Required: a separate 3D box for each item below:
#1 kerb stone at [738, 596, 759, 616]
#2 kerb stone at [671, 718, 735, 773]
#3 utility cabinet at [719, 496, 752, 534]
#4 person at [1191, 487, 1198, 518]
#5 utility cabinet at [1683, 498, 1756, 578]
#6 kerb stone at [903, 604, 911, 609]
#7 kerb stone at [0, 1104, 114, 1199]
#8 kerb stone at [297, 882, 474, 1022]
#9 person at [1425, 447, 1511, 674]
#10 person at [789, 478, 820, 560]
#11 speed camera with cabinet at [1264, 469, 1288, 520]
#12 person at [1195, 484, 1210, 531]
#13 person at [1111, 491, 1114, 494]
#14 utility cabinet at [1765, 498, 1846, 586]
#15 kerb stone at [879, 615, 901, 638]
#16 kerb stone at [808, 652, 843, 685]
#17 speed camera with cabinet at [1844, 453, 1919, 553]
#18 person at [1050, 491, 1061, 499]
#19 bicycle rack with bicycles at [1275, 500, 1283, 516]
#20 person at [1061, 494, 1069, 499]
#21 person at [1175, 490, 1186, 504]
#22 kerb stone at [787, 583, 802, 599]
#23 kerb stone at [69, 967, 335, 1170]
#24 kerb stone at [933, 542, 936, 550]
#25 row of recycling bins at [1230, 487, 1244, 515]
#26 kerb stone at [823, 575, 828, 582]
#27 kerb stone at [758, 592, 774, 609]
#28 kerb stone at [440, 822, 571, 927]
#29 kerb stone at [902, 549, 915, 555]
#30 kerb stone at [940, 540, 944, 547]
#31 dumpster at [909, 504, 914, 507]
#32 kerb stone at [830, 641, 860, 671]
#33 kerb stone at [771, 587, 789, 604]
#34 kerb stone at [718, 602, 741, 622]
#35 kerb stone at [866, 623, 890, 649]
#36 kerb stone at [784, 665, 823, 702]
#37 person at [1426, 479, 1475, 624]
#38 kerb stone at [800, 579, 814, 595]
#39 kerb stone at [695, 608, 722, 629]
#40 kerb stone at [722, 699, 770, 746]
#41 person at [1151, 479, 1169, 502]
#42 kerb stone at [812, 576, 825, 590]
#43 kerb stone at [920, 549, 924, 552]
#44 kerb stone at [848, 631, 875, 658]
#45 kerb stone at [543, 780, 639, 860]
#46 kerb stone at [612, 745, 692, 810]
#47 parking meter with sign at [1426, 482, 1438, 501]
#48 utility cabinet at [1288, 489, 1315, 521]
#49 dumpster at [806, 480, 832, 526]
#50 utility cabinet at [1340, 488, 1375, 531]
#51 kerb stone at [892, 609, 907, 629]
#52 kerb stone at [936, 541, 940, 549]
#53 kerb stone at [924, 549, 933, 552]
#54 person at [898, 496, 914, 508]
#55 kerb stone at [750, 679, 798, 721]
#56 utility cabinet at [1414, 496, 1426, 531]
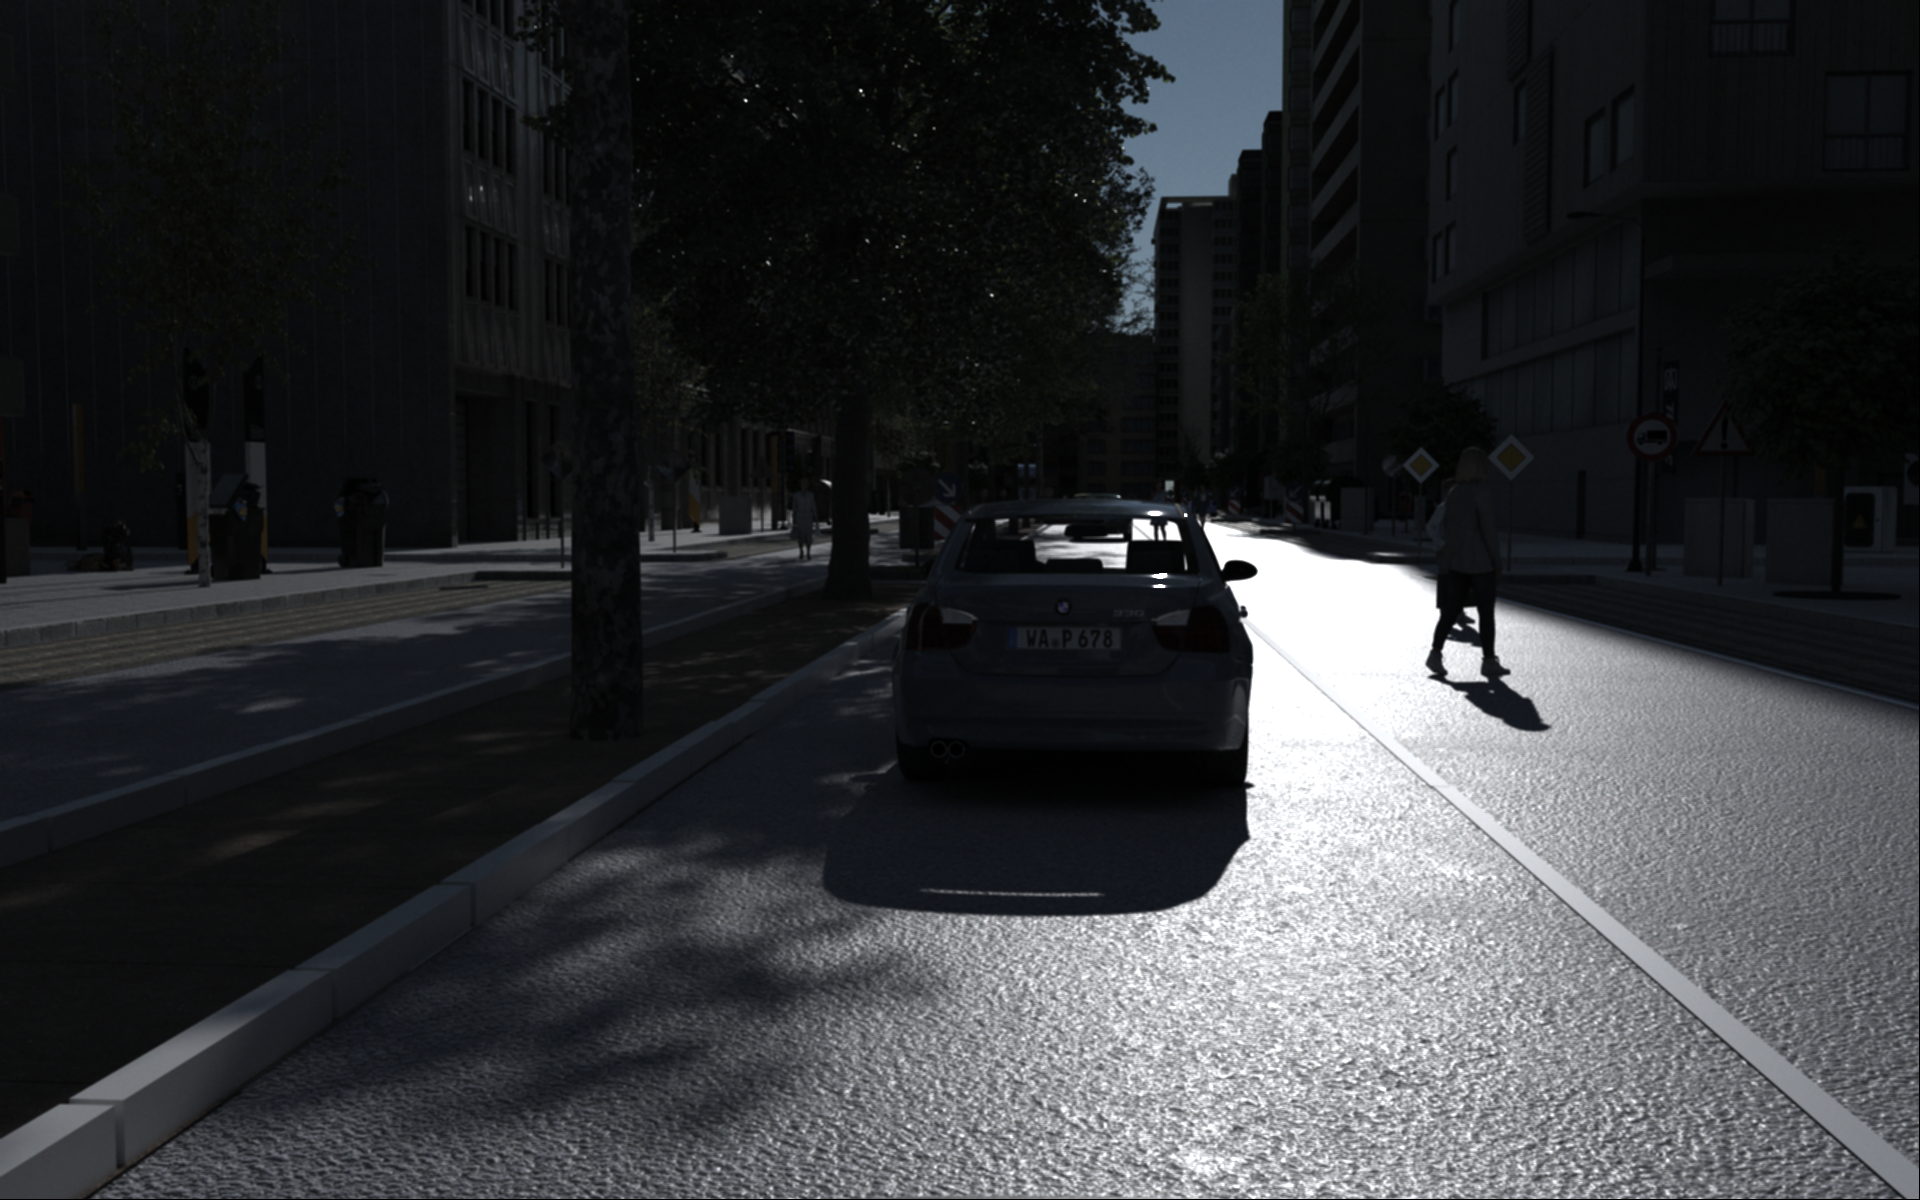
[{"bbox_3d":[-2.586,0.093,20.681,0.120,0.150,1.000,0,4,5],"label":"kerb stone"},{"bbox_3d":[-1.385,0.789,9.293,0.120,0.150,1.000,0,4,5],"label":"kerb stone"},{"bbox_3d":[-7.177,-2.704,55.376,1.020,1.237,0.306,1,4,12],"label":"utility cabinet"},{"bbox_3d":[13.268,-5.442,97.435,0.622,1.834,0.822,1,4,19],"label":"person"},{"bbox_3d":[11.757,-0.958,26.828,0.306,1.237,1.020,-2,4,-33],"label":"utility cabinet"},{"bbox_3d":[-0.577,0.167,19.496,0.120,0.150,1.000,0,4,5],"label":"kerb stone"},{"bbox_3d":[-1.872,1.165,3.144,0.120,0.150,1.000,0,4,5],"label":"kerb stone"},{"bbox_3d":[-1.707,1.043,5.198,0.120,0.150,1.000,0,4,5],"label":"kerb stone"},{"bbox_3d":[4.002,-0.312,13.790,0.728,1.800,0.709,-1,4,-22],"label":"person"},{"bbox_3d":[-3.358,-1.768,37.754,0.694,1.780,0.624,0,4,6],"label":"person"},{"bbox_3d":[16.345,-5.674,87.104,2.038,3.252,0.660,-1,4,-15],"label":"speed camera with cabinet"},{"bbox_3d":[9.499,-3.614,67.606,0.581,1.822,0.654,2,4,25],"label":"person"},{"bbox_3d":[16.075,-10.669,183.760,0.721,1.723,1.217,-1,4,-22],"label":"person"},{"bbox_3d":[12.013,-0.823,24.620,0.306,1.237,1.020,-2,4,-32],"label":"utility cabinet"},{"bbox_3d":[-0.737,0.290,17.452,0.120,0.150,1.000,0,4,5],"label":"kerb stone"},{"bbox_3d":[-1.058,0.540,13.370,0.120,0.150,1.000,0,4,5],"label":"kerb stone"},{"bbox_3d":[20.156,-2.634,37.399,0.660,3.252,2.038,-2,4,-35],"label":"speed camera with cabinet"},{"bbox_3d":[10.269,-10.901,186.825,1.348,1.812,0.705,0,4,0],"label":"person"},{"bbox_3d":[19.476,-5.534,103.855,2.852,0.926,2.925,0,4,1],"label":"bicycle rack with bicycles"},{"bbox_3d":[8.957,-8.344,148.108,0.799,1.438,0.628,-2,4,-33],"label":"person"},{"bbox_3d":[18.430,-8.267,144.382,1.217,1.735,0.721,-2,4,-27],"label":"person"},{"bbox_3d":[-2.347,-0.095,23.746,0.120,0.150,1.000,0,4,5],"label":"kerb stone"},{"bbox_3d":[-1.790,1.102,4.171,0.120,0.150,1.000,0,4,5],"label":"kerb stone"},{"bbox_3d":[-0.765,-1.318,43.771,0.120,0.150,1.000,0,4,5],"label":"kerb stone"},{"bbox_3d":[17.421,-6.171,108.003,1.069,1.692,3.534,0,4,0],"label":"row of recycling bins"},{"bbox_3d":[-2.109,-0.279,26.808,0.120,0.150,1.000,0,4,5],"label":"kerb stone"},{"bbox_3d":[-2.513,0.032,21.700,0.120,0.150,1.000,0,4,5],"label":"kerb stone"},{"bbox_3d":[-1.621,0.976,6.230,0.120,0.150,1.000,0,4,5],"label":"kerb stone"},{"bbox_3d":[-1.169,-1.006,38.641,0.120,0.150,1.000,0,4,5],"label":"kerb stone"},{"bbox_3d":[-0.604,-1.444,45.812,0.120,0.150,1.000,0,4,5],"label":"kerb stone"},{"bbox_3d":[-2.868,-6.383,106.862,1.502,2.255,1.985,0,4,4],"label":"dumpster"},{"bbox_3d":[-0.976,0.477,14.393,0.120,0.150,1.000,0,4,5],"label":"kerb stone"},{"bbox_3d":[-2.429,-0.032,22.719,0.120,0.150,1.000,0,4,5],"label":"kerb stone"},{"bbox_3d":[-2.674,0.155,19.663,0.120,0.150,1.000,0,4,5],"label":"kerb stone"},{"bbox_3d":[-0.813,0.352,16.433,0.120,0.150,1.000,0,4,5],"label":"kerb stone"},{"bbox_3d":[-1.137,0.603,12.349,0.120,0.150,1.000,0,4,5],"label":"kerb stone"},{"bbox_3d":[5.426,-0.540,19.142,0.589,1.601,0.330,-2,4,-25],"label":"person"},{"bbox_3d":[-2.267,-0.157,24.765,0.120,0.150,1.000,0,4,5],"label":"kerb stone"},{"bbox_3d":[-2.751,0.218,18.626,0.120,0.150,1.000,0,4,5],"label":"kerb stone"},{"bbox_3d":[-1.300,0.740,10.312,0.120,0.150,1.000,0,4,5],"label":"kerb stone"},{"bbox_3d":[5.173,-2.239,45.199,0.616,1.811,0.778,1,4,23],"label":"person"},{"bbox_3d":[-2.189,-0.220,25.787,0.120,0.150,1.000,0,4,5],"label":"kerb stone"},{"bbox_3d":[-1.012,-1.132,40.696,0.120,0.150,1.000,0,4,5],"label":"kerb stone"},{"bbox_3d":[-0.903,0.415,15.412,0.120,0.150,1.000,0,4,5],"label":"kerb stone"},{"bbox_3d":[-1.545,0.920,7.250,0.120,0.150,1.000,0,4,5],"label":"kerb stone"},{"bbox_3d":[-1.467,0.851,8.275,0.120,0.150,1.000,0,4,5],"label":"kerb stone"},{"bbox_3d":[22.301,-5.214,81.517,1.738,3.016,0.543,1,4,18],"label":"parking meter with sign"},{"bbox_3d":[15.857,-4.387,80.403,1.173,1.500,0.318,2,4,32],"label":"utility cabinet"},{"bbox_3d":[-5.759,-3.985,70.914,1.264,1.857,1.865,0,4,5],"label":"dumpster"},{"bbox_3d":[13.621,-3.099,59.345,0.318,1.500,1.173,-3,5,-42],"label":"utility cabinet"},{"bbox_3d":[-0.660,0.227,18.478,0.120,0.150,1.000,0,4,5],"label":"kerb stone"},{"bbox_3d":[-0.686,-1.382,44.793,0.120,0.150,1.000,0,4,5],"label":"kerb stone"},{"bbox_3d":[-0.846,-1.257,42.750,0.120,0.150,1.000,0,4,5],"label":"kerb stone"},{"bbox_3d":[-2.735,-4.725,86.022,0.850,1.792,0.678,3,4,39],"label":"person"},{"bbox_3d":[-1.222,0.665,11.331,0.120,0.150,1.000,0,4,5],"label":"kerb stone"},{"bbox_3d":[15.998,-3.004,60.271,0.306,1.237,1.020,1,4,9],"label":"utility cabinet"}]
